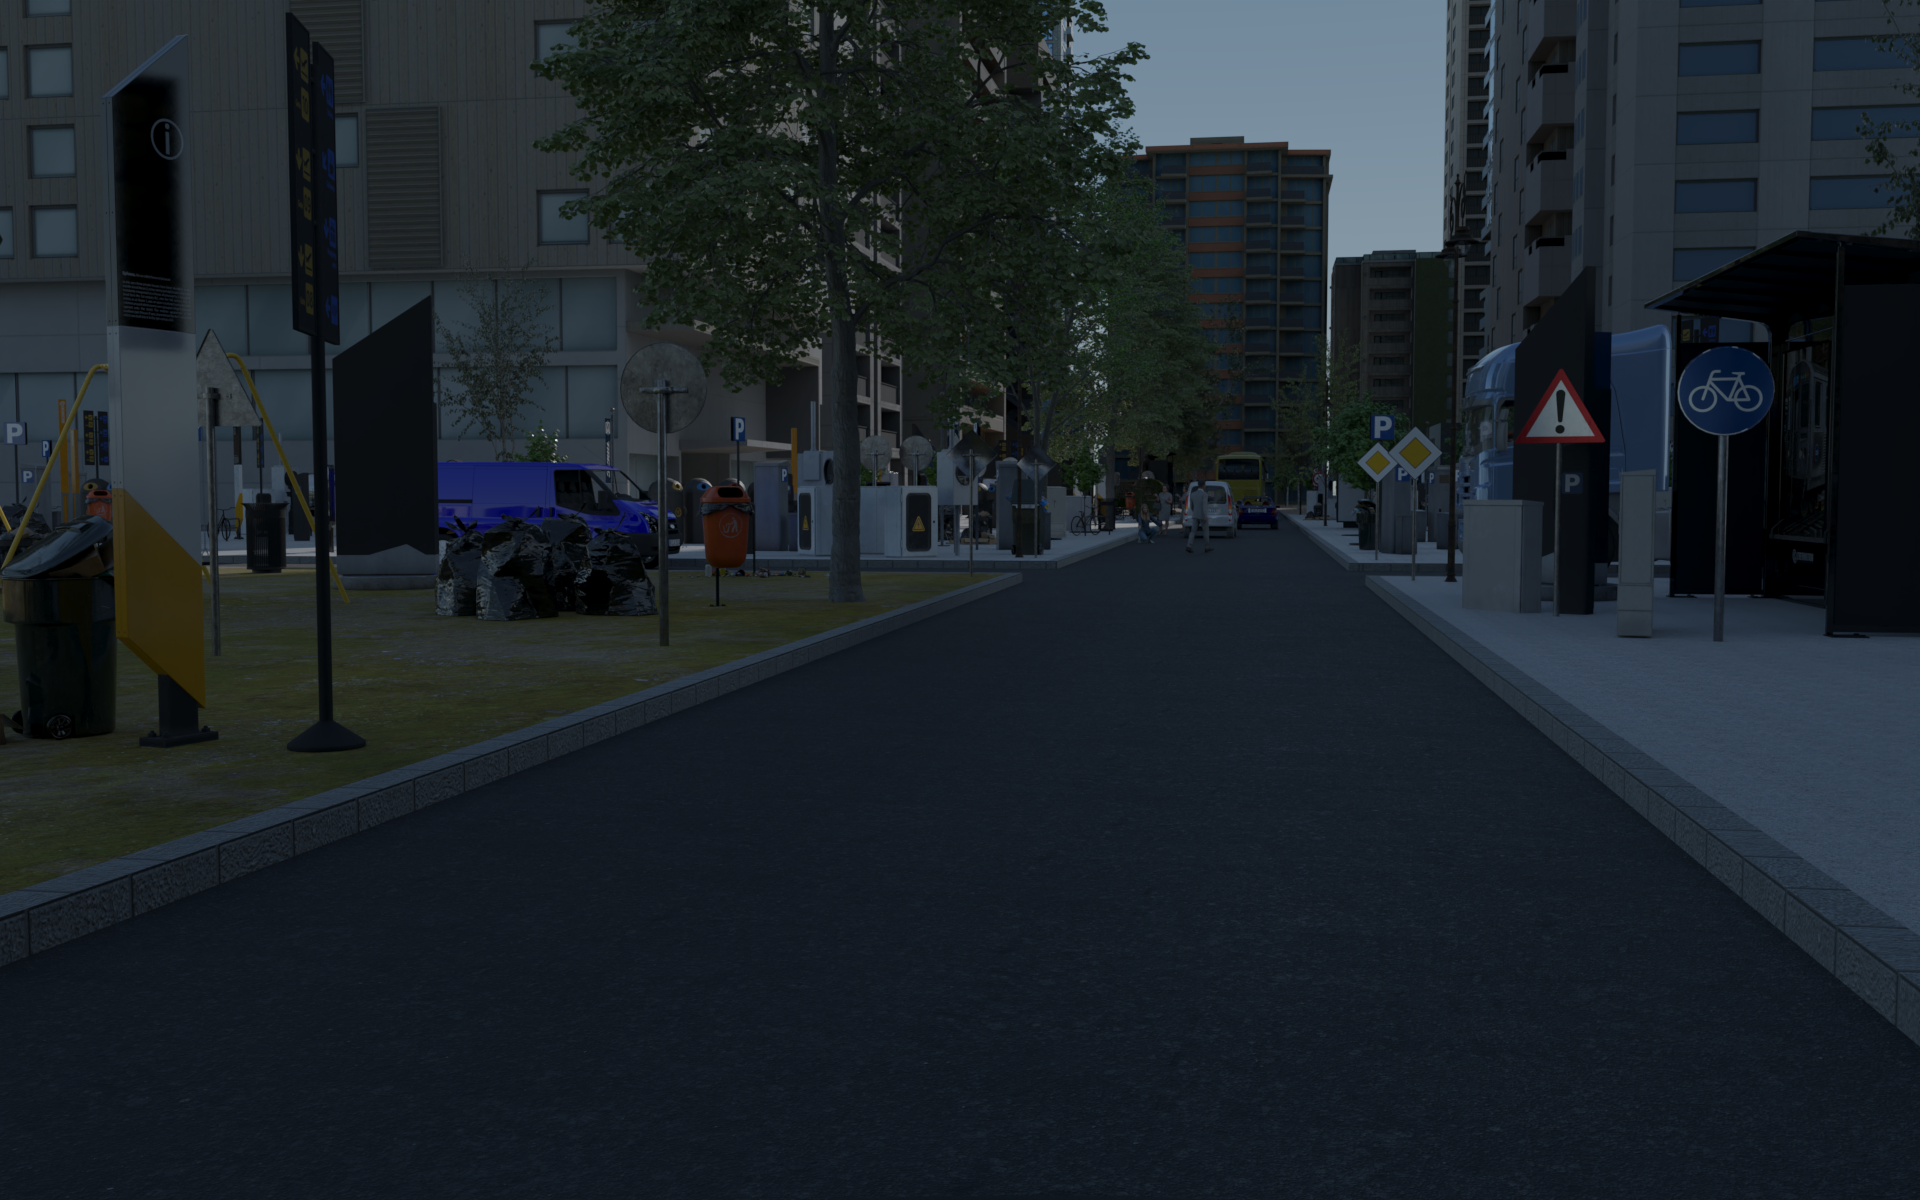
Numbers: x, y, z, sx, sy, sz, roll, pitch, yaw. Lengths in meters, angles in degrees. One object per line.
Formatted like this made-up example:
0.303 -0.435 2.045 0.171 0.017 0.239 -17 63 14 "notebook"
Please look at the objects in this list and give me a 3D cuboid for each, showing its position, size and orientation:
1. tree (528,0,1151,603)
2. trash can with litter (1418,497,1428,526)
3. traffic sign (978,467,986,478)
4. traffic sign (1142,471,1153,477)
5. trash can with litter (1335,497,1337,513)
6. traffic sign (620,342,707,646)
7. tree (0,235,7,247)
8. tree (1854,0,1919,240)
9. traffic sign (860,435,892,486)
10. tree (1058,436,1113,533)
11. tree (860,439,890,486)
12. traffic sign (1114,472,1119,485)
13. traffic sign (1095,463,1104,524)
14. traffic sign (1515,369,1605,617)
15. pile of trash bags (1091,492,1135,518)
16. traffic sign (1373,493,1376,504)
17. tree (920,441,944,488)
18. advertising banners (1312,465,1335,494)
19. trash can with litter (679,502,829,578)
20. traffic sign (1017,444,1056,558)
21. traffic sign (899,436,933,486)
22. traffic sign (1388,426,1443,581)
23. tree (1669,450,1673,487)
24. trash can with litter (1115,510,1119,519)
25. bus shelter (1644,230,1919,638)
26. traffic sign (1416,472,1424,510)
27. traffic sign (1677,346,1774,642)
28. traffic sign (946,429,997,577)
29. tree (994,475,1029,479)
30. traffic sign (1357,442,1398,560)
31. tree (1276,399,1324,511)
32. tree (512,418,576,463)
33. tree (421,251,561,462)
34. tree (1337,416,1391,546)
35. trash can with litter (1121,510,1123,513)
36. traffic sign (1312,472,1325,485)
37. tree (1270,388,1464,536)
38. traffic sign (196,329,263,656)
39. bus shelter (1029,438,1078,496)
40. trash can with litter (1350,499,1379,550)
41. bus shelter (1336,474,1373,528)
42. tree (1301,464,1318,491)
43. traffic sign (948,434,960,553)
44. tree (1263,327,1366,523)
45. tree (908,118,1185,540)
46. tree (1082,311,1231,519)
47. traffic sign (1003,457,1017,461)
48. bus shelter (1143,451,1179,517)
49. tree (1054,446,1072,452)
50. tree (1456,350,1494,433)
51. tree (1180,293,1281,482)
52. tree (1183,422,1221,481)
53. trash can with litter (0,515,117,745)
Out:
-1.773 -6.262 20.504 7.486 12.596 7.792 0 3 0 "tree"
18.218 -3.487 68.398 0.624 1.170 1.055 -2 4 -28 "trash can with litter"
0.466 -3.389 55.518 0.768 2.556 0.104 1 4 17 "traffic sign"
10.247 -5.785 94.684 0.768 2.556 0.104 1 4 12 "traffic sign"
18.385 -4.344 82.413 1.055 1.170 0.624 2 4 33 "trash can with litter"
-2.497 -0.883 14.543 0.768 2.556 0.104 1 4 11 "traffic sign"
-5.061 -1.341 5.645 4.285 4.588 4.351 0 3 0 "tree"
13.306 -4.383 22.028 4.360 8.622 3.978 0 3 0 "tree"
-1.852 -2.289 37.530 0.768 2.556 0.104 1 4 16 "traffic sign"
4.011 -3.848 57.510 1.663 3.219 1.824 0 3 0 "tree"
-3.560 -4.085 61.394 1.663 3.219 1.824 0 3 0 "tree"
7.178 -4.849 81.407 0.606 2.300 0.079 1 4 13 "traffic sign"
5.576 -4.333 70.947 0.768 2.556 0.104 1 4 15 "traffic sign"
6.252 -1.106 18.089 0.884 2.594 0.081 1 4 17 "traffic sign"
7.752 -5.023 91.877 3.447 1.369 1.912 2 4 28 "pile of trash bags"
11.735 -2.991 49.013 0.768 2.556 0.104 1 4 18 "traffic sign"
-0.553 -4.115 61.879 1.663 3.219 1.824 0 3 0 "tree"
21.740 -6.485 102.225 2.074 3.025 0.090 1 4 21 "advertising banners"
-3.099 -0.969 26.894 2.233 1.210 1.678 1 4 13 "trash can with litter"
1.523 -1.896 34.642 0.795 2.450 0.064 1 4 10 "traffic sign"
-0.973 -2.303 37.756 0.768 2.556 0.104 1 4 15 "traffic sign"
6.723 -1.345 25.635 0.795 2.450 0.064 1 4 10 "traffic sign"
27.800 -4.491 68.026 1.663 3.219 1.824 0 3 0 "tree"
7.124 -4.409 83.482 0.624 1.170 1.055 1 4 23 "trash can with litter"
8.806 -1.657 18.382 1.731 3.624 6.357 1 4 10 "bus shelter"
17.377 -3.906 65.989 0.606 2.300 0.079 1 4 15 "traffic sign"
6.605 -0.911 15.008 0.768 2.556 0.104 1 4 17 "traffic sign"
0.177 -1.415 26.771 0.795 2.450 0.064 1 4 10 "traffic sign"
2.574 -5.424 83.289 1.663 3.219 1.824 0 3 0 "tree"
8.069 -1.827 33.507 0.795 2.450 0.064 1 4 10 "traffic sign"
26.395 -11.231 133.984 4.360 8.622 3.978 0 3 0 "tree"
-10.544 -3.025 44.057 1.663 3.219 1.824 0 3 0 "tree"
-13.772 -6.189 51.552 4.360 8.622 3.978 0 3 0 "tree"
10.246 -2.986 43.429 1.663 3.219 1.824 0 3 0 "tree"
10.001 -5.968 108.964 0.624 1.170 1.055 1 4 17 "trash can with litter"
20.770 -6.122 100.205 0.768 2.556 0.104 1 4 10 "traffic sign"
12.519 -4.240 53.034 4.285 4.588 4.351 0 3 0 "tree"
-5.897 -0.835 13.664 0.884 2.594 0.081 1 4 14 "traffic sign"
4.174 -5.063 74.059 1.731 3.624 6.357 1 4 9 "bus shelter"
9.541 -1.738 39.811 1.055 1.170 0.624 -2 4 -33 "trash can with litter"
14.624 -4.226 63.025 2.014 3.302 5.546 1 4 10 "bus shelter"
22.553 -7.036 109.641 1.663 3.219 1.824 0 3 0 "tree"
-0.102 -2.313 37.825 0.884 2.594 0.081 1 4 19 "traffic sign"
16.119 -7.734 76.806 4.737 8.622 4.395 0 3 0 "tree"
2.296 -7.474 47.962 9.928 11.665 9.643 0 3 0 "tree"
9.295 -9.401 88.111 7.601 10.594 8.767 3 4 36 "tree"
1.721 -3.662 59.974 0.768 2.556 0.104 1 4 19 "traffic sign"
11.422 -6.539 98.197 1.731 3.624 6.357 1 4 10 "bus shelter"
6.581 -7.431 105.215 4.285 4.588 4.351 0 3 0 "tree"
26.615 -8.229 84.904 4.737 8.622 4.395 0 3 0 "tree"
23.321 -18.832 163.789 12.611 20.169 13.585 0 3 0 "tree"
24.749 -13.752 175.204 4.360 8.622 3.978 0 3 0 "tree"
-4.860 0.146 9.002 0.624 1.170 1.055 3 4 36 "trash can with litter"
